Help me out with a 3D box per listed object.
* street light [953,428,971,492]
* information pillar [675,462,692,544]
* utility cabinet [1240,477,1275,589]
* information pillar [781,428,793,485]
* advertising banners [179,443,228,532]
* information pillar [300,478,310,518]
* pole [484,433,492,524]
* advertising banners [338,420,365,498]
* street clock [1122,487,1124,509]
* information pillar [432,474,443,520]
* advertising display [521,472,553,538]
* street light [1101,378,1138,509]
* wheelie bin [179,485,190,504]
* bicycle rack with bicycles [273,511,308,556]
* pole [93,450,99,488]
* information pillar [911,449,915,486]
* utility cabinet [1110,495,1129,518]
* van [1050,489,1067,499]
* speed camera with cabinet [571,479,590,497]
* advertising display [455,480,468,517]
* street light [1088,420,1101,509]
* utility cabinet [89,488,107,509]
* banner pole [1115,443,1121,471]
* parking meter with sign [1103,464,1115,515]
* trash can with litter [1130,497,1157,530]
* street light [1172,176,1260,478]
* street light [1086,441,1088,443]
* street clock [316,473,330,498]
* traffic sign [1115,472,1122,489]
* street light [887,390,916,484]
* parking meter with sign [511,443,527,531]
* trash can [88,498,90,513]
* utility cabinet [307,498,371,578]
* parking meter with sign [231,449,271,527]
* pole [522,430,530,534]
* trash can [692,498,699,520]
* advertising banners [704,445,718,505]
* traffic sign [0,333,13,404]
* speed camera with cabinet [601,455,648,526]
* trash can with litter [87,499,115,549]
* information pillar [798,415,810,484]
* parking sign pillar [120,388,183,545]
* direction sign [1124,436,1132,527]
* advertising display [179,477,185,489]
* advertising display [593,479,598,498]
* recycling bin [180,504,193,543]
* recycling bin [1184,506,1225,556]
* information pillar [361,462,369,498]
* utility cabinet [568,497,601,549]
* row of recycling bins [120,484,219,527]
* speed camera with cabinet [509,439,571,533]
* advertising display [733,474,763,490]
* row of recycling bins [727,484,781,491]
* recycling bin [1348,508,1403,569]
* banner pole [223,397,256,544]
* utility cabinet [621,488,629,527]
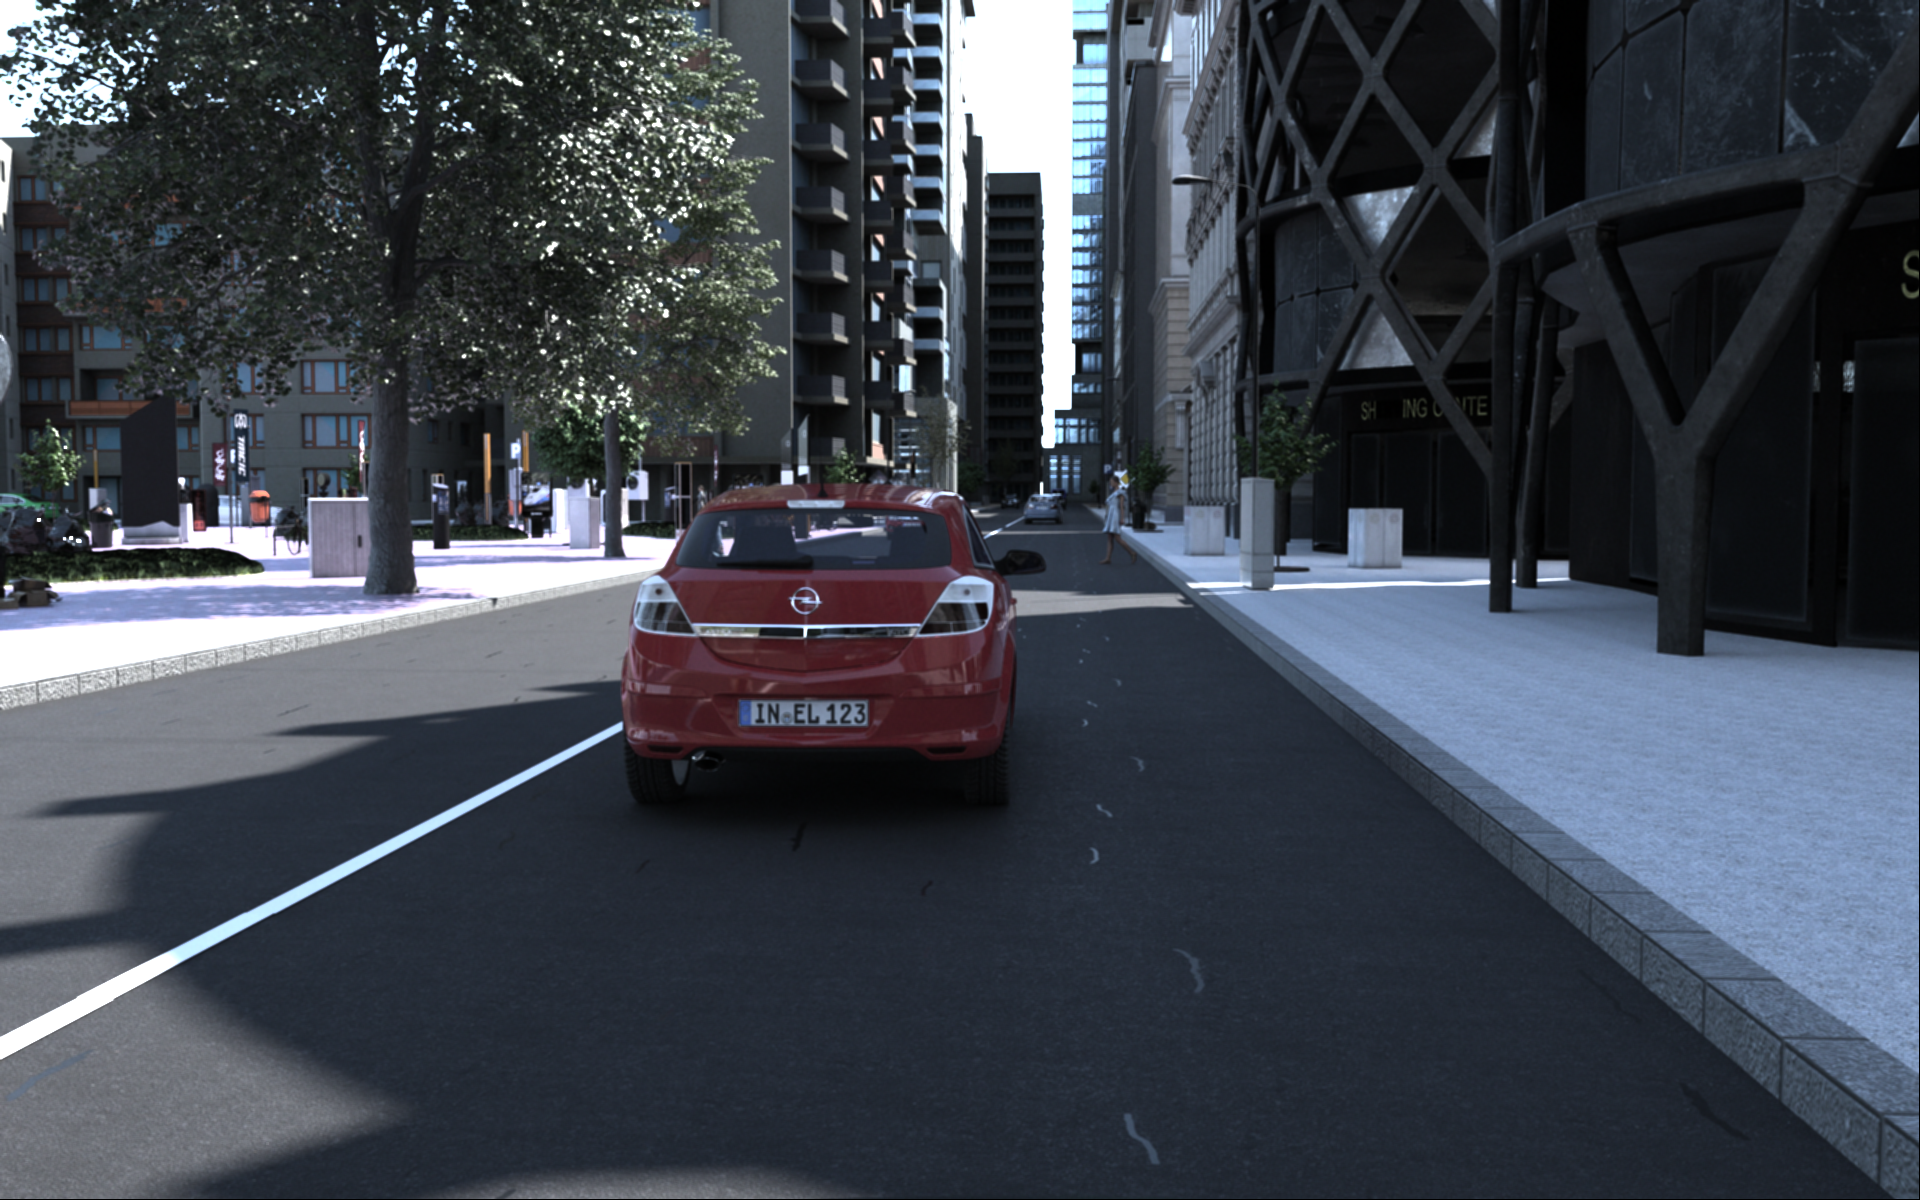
[{"bbox_3d":[0.058,-9.100,121.326,1.470,5.913,1.316,0,4,4],"label":"street light"},{"bbox_3d":[-6.458,-2.199,40.448,0.304,2.012,0.304,-2,4,-30],"label":"information pillar"},{"bbox_3d":[4.062,-0.914,23.626,0.318,1.500,1.173,0,4,2],"label":"utility cabinet"},{"bbox_3d":[-6.134,-4.294,61.568,0.504,3.616,0.183,2,4,33],"label":"information pillar"},{"bbox_3d":[-25.952,-3.836,58.901,2.074,3.025,0.090,-2,4,-23],"label":"advertising banners"},{"bbox_3d":[-30.228,-4.616,79.958,0.304,2.012,0.304,-3,5,-41],"label":"information pillar"},{"bbox_3d":[-15.919,-3.946,58.365,0.158,3.312,0.155,0,3,0],"label":"pole"},{"bbox_3d":[-14.115,-2.697,40.285,0.090,3.025,2.074,0,4,-2],"label":"advertising banners"},{"bbox_3d":[7.452,-4.604,79.845,0.358,2.002,0.471,-1,4,-15],"label":"street clock"},{"bbox_3d":[-19.520,-3.686,64.752,0.304,2.012,0.304,2,4,30],"label":"information pillar"},{"bbox_3d":[-12.273,-2.755,50.259,0.974,1.923,0.123,1,4,17],"label":"advertising display"},{"bbox_3d":[6.505,-5.911,69.181,1.470,5.913,1.316,0,4,4],"label":"street light"},{"bbox_3d":[-27.514,-3.246,60.975,0.693,1.594,0.980,-3,5,-42],"label":"wheelie bin"},{"bbox_3d":[-13.221,-1.434,36.833,2.852,0.926,2.925,0,4,-4],"label":"bicycle rack with bicycles"},{"bbox_3d":[-39.645,-5.240,79.515,0.158,3.312,0.155,0,3,0],"label":"pole"},{"bbox_3d":[-2.459,-6.107,91.200,0.183,3.616,0.504,-1,4,-22],"label":"information pillar"},{"bbox_3d":[8.631,-5.034,93.475,1.020,1.237,0.306,-1,4,-16],"label":"utility cabinet"},{"bbox_3d":[12.370,-13.039,217.566,2.240,2.365,5.245,0,4,3],"label":"van"},{"bbox_3d":[-24.862,-7.307,113.798,2.038,3.252,0.660,1,4,22],"label":"speed camera with cabinet"},{"bbox_3d":[-22.646,-4.492,78.657,0.123,1.923,0.974,1,4,12],"label":"advertising display"},{"bbox_3d":[8.957,-8.339,108.882,1.470,5.913,1.316,0,4,4],"label":"street light"},{"bbox_3d":[-32.524,-3.469,65.404,0.318,1.500,1.173,-1,4,-11],"label":"utility cabinet"},{"bbox_3d":[7.697,-5.783,84.571,0.401,3.779,0.863,-1,4,-20],"label":"banner pole"},{"bbox_3d":[8.758,-6.389,100.724,0.543,3.016,1.738,0,4,-8],"label":"parking meter with sign"},{"bbox_3d":[6.630,-3.111,62.258,0.624,1.170,1.055,-3,5,-45],"label":"trash can with litter"},{"bbox_3d":[3.790,-3.233,25.400,1.470,5.913,1.316,0,4,4],"label":"street light"},{"bbox_3d":[11.748,-10.985,152.140,1.470,5.913,1.316,0,4,4],"label":"street light"},{"bbox_3d":[-21.545,-3.308,58.649,0.471,2.002,0.358,2,4,32],"label":"street clock"},{"bbox_3d":[7.271,-4.656,78.251,0.606,2.300,0.079,0,4,4],"label":"traffic sign"},{"bbox_3d":[-2.679,-6.428,77.644,1.470,5.913,1.316,0,4,4],"label":"street light"},{"bbox_3d":[-14.582,-3.874,59.606,0.543,3.016,1.738,2,4,35],"label":"parking meter with sign"},{"bbox_3d":[-34.884,-3.571,70.032,0.748,1.137,0.748,0,3,0],"label":"trash can"},{"bbox_3d":[-9.464,-0.947,26.646,1.020,1.237,0.306,-2,4,-32],"label":"utility cabinet"},{"bbox_3d":[-27.789,-4.382,67.900,0.543,3.016,1.738,1,4,18],"label":"parking meter with sign"},{"bbox_3d":[-13.855,-3.757,55.273,0.158,3.312,0.155,0,3,0],"label":"pole"},{"bbox_3d":[-10.532,-3.425,67.656,0.748,1.137,0.748,0,3,0],"label":"trash can"},{"bbox_3d":[-8.930,-4.034,62.138,0.090,3.025,2.074,-1,4,-21],"label":"advertising banners"},{"bbox_3d":[-7.018,-0.738,12.177,0.768,2.556,0.104,0,4,7],"label":"traffic sign"},{"bbox_3d":[-13.367,-4.562,68.927,2.038,3.252,0.660,2,4,31],"label":"speed camera with cabinet"},{"bbox_3d":[-20.518,-1.801,40.838,1.055,1.170,0.624,-1,4,-17],"label":"trash can with litter"},{"bbox_3d":[-4.625,-3.679,51.505,0.183,3.616,0.504,-3,5,-41],"label":"information pillar"},{"bbox_3d":[-20.493,-3.385,43.821,1.447,3.967,1.447,-1,4,-21],"label":"parking sign pillar"},{"bbox_3d":[6.647,-4.644,67.933,0.379,3.537,0.876,1,4,15],"label":"direction sign"},{"bbox_3d":[-28.818,-3.593,63.959,0.123,1.923,0.974,0,4,-6],"label":"advertising display"},{"bbox_3d":[-13.698,-3.574,63.641,0.123,1.923,0.974,3,4,36],"label":"advertising display"},{"bbox_3d":[-20.641,-2.021,45.596,0.722,1.027,0.722,-1,4,-16],"label":"recycling bin"},{"bbox_3d":[5.115,-1.451,36.280,0.722,1.027,0.722,0,4,-5],"label":"recycling bin"},{"bbox_3d":[-13.363,-2.125,39.234,0.304,2.012,0.304,-2,4,-28],"label":"information pillar"},{"bbox_3d":[-8.785,-1.798,40.552,0.306,1.237,1.020,-3,5,-40],"label":"utility cabinet"},{"bbox_3d":[-30.899,-3.708,67.736,3.534,1.692,1.069,-1,4,-19],"label":"row of recycling bins"},{"bbox_3d":[-15.122,-4.151,62.197,2.038,3.252,0.660,-1,4,-13],"label":"speed camera with cabinet"},{"bbox_3d":[-6.763,-3.065,55.324,0.974,1.923,0.123,-2,4,-24],"label":"advertising display"},{"bbox_3d":[-7.516,-3.695,67.529,3.534,1.692,1.069,-3,5,-45],"label":"row of recycling bins"},{"bbox_3d":[7.213,-1.073,30.099,0.722,1.027,0.722,-1,4,-11],"label":"recycling bin"},{"bbox_3d":[-18.688,-3.349,44.780,0.401,3.779,0.863,2,4,26],"label":"banner pole"},{"bbox_3d":[-12.378,-3.319,62.943,0.318,1.500,1.173,1,4,9],"label":"utility cabinet"}]
